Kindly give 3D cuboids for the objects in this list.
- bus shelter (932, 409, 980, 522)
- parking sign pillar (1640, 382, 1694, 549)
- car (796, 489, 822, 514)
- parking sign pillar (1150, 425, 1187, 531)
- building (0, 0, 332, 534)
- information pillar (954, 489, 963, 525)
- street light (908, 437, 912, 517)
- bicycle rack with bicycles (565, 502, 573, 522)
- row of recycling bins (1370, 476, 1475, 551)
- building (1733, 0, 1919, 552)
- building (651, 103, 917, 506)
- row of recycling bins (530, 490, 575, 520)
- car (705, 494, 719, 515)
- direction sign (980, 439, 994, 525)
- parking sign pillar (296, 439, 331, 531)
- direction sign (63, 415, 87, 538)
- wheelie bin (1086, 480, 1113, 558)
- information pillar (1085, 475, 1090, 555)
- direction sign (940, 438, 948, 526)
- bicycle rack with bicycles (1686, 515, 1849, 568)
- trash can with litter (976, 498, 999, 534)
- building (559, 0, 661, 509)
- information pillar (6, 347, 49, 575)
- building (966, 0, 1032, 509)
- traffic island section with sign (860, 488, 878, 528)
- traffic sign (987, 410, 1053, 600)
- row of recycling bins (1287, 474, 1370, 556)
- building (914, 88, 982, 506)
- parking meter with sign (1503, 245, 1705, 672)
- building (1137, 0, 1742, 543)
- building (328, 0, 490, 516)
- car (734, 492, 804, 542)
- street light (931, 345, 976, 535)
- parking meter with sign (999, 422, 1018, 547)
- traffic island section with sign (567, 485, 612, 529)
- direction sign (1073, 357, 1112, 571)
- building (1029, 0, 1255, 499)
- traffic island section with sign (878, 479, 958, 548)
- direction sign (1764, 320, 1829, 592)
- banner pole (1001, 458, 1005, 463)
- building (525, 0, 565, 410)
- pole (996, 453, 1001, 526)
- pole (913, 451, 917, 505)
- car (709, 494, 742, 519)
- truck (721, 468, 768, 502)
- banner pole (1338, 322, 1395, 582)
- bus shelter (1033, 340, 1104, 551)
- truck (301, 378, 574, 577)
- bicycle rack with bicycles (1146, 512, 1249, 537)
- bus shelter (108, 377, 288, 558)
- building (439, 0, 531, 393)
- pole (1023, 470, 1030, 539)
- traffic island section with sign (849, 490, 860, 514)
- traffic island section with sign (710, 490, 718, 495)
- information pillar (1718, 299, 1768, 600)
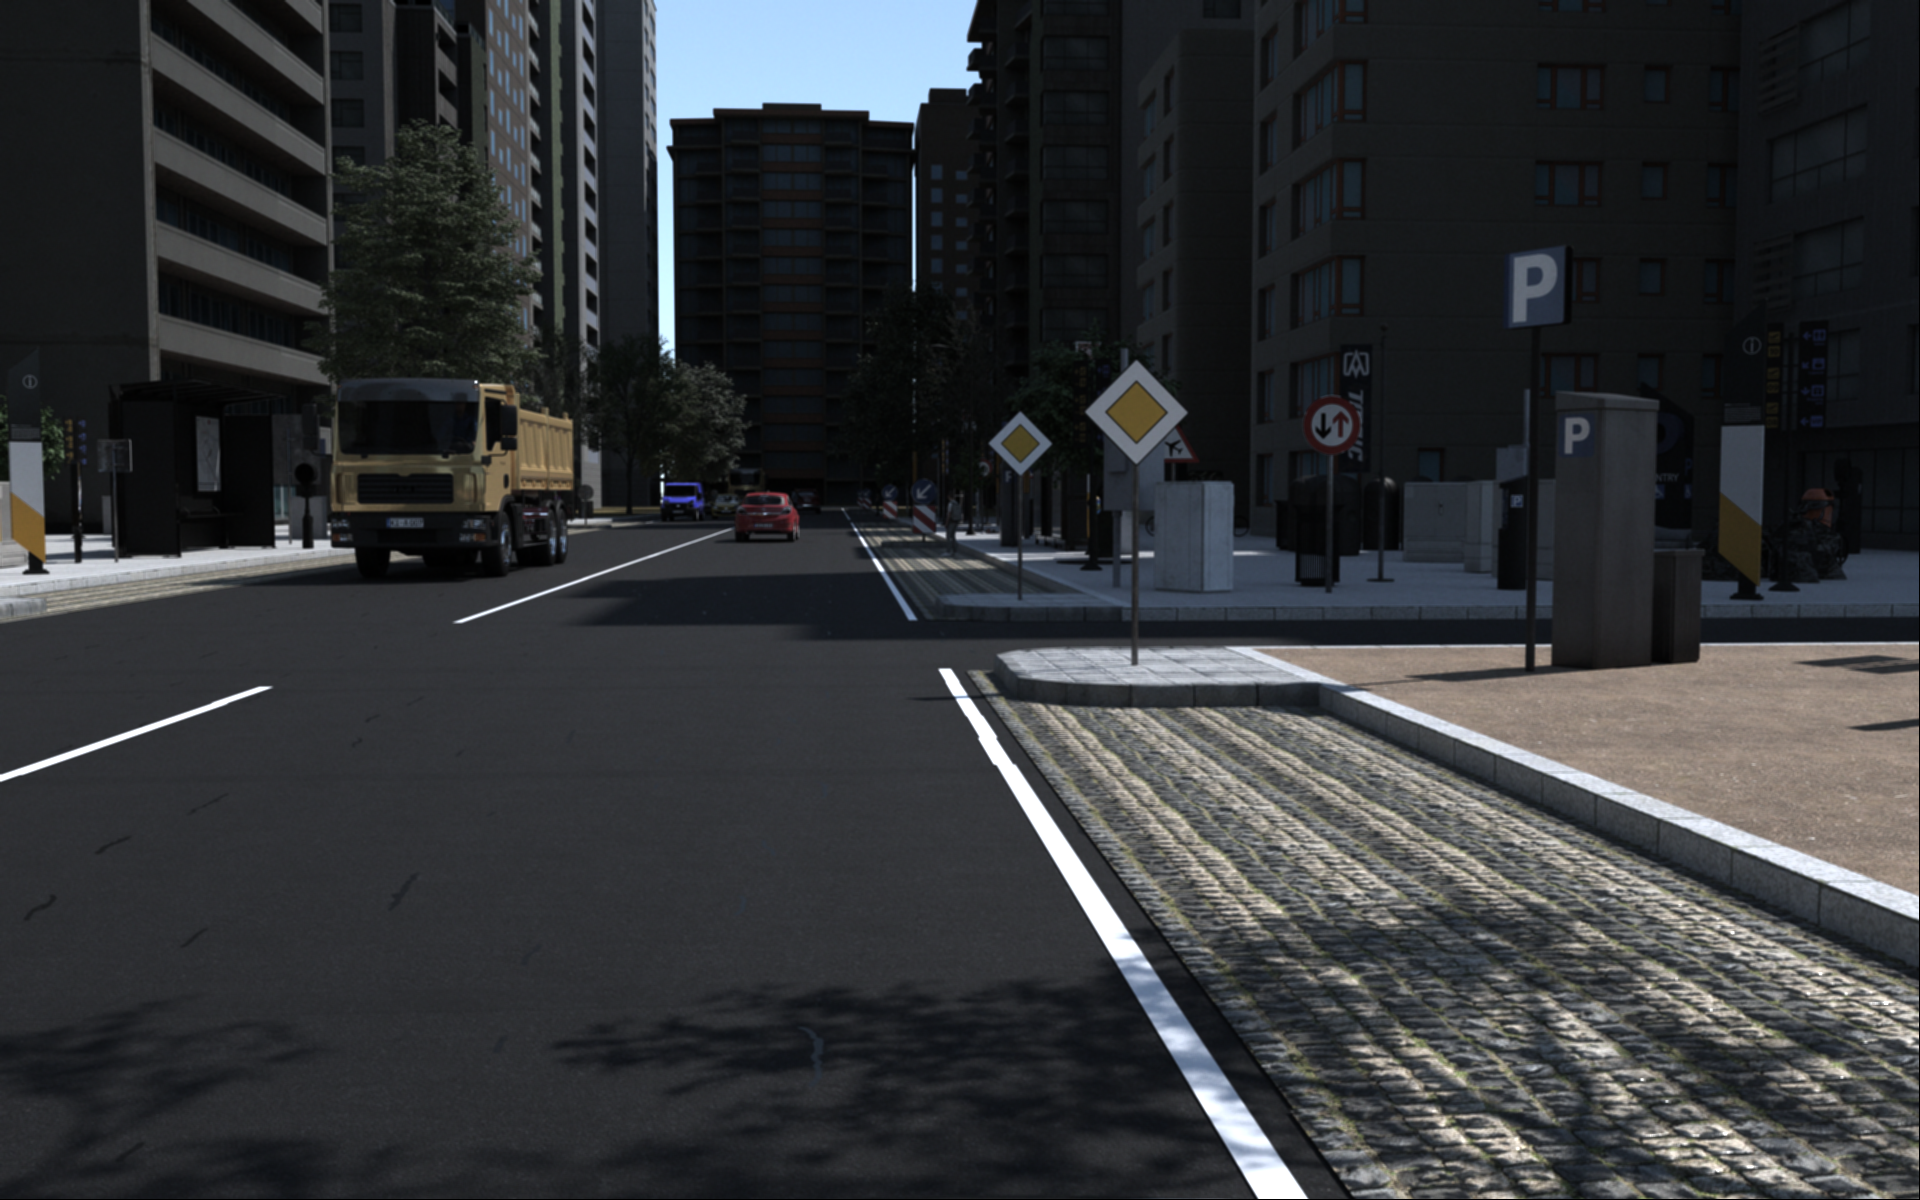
[{"bbox_3d":[-0.090,-6.223,79.374,2.179,5.291,8.768,0,4,-4],"label":"bus shelter"},{"bbox_3d":[16.669,-3.218,41.089,1.447,3.967,1.447,-3,5,-40],"label":"parking sign pillar"},{"bbox_3d":[-11.165,-7.172,125.938,2.281,1.827,5.304,0,4,-6],"label":"car"},{"bbox_3d":[7.366,-4.402,60.448,1.447,3.967,1.447,-2,4,-31],"label":"parking sign pillar"},{"bbox_3d":[-37.274,-26.921,63.858,21.300,48.544,21.600,0,4,-4],"label":"building"},{"bbox_3d":[-0.050,-4.102,71.567,0.304,2.012,0.304,1,4,19],"label":"information pillar"},{"bbox_3d":[-3.256,-7.545,95.908,1.470,5.913,1.316,0,4,-4],"label":"street light"},{"bbox_3d":[-19.173,-4.080,80.088,2.852,0.926,2.925,-1,4,-18],"label":"bicycle rack with bicycles"},{"bbox_3d":[10.082,-1.980,39.482,3.534,1.692,1.069,2,4,30],"label":"row of recycling bins"},{"bbox_3d":[27.347,-21.650,37.568,14.086,41.232,14.154,0,4,-4],"label":"building"},{"bbox_3d":[-19.623,-33.176,197.053,28.867,44.769,22.147,0,4,-4],"label":"building"},{"bbox_3d":[-21.024,-4.845,86.335,3.534,1.692,1.069,-1,4,-18],"label":"row of recycling bins"},{"bbox_3d":[-16.683,-6.752,120.186,2.009,1.686,4.222,0,4,-2],"label":"car"},{"bbox_3d":[1.111,-4.831,70.987,0.379,3.537,0.876,3,5,41],"label":"direction sign"},{"bbox_3d":[-22.779,-4.422,60.766,1.447,3.967,1.447,3,4,39],"label":"parking sign pillar"},{"bbox_3d":[-25.694,-3.570,50.372,0.379,3.537,0.876,1,4,12],"label":"direction sign"},{"bbox_3d":[2.929,-1.657,34.995,0.693,1.594,0.980,1,4,9],"label":"wheelie bin"},{"bbox_3d":[2.737,-2.761,36.504,0.183,3.616,0.504,0,4,7],"label":"information pillar"},{"bbox_3d":[-0.615,-4.771,69.996,0.379,3.537,0.876,1,4,17],"label":"direction sign"},{"bbox_3d":[14.429,-1.055,30.639,2.925,0.926,2.852,-1,4,-13],"label":"bicycle rack with bicycles"},{"bbox_3d":[1.336,-2.789,56.650,1.678,1.210,2.233,-2,4,-31],"label":"trash can with litter"},{"bbox_3d":[-48.236,-39.857,193.655,28.212,58.520,21.231,0,4,-4],"label":"building"},{"bbox_3d":[-14.866,-2.216,27.588,0.504,3.616,0.183,-3,5,-45],"label":"information pillar"},{"bbox_3d":[12.026,-30.282,149.731,22.147,44.769,28.867,0,4,-4],"label":"building"},{"bbox_3d":[-3.101,-3.965,73.458,1.989,1.847,2.006,0,4,-4],"label":"traffic island section with sign"},{"bbox_3d":[0.723,-1.055,20.888,0.795,2.450,0.064,0,4,-4],"label":"traffic sign"},{"bbox_3d":[7.795,-1.854,37.419,1.069,1.692,3.534,0,4,-2],"label":"row of recycling bins"},{"bbox_3d":[2.344,-33.330,195.055,14.200,45.320,14.600,0,4,-4],"label":"building"},{"bbox_3d":[4.824,-1.015,12.862,1.738,3.016,0.543,-2,4,-31],"label":"parking meter with sign"},{"bbox_3d":[22.374,-13.158,60.172,27.650,21.520,28.899,0,4,-4],"label":"building"},{"bbox_3d":[-35.769,-20.115,100.588,14.160,30.474,14.107,0,4,-4],"label":"building"},{"bbox_3d":[-5.904,-2.703,53.228,2.155,1.783,4.494,0,4,-3],"label":"car"},{"bbox_3d":[-0.202,-4.986,54.056,1.470,5.913,1.316,0,4,-4],"label":"street light"},{"bbox_3d":[1.218,-2.830,42.526,0.543,3.016,1.738,0,4,-4],"label":"parking meter with sign"},{"bbox_3d":[-15.451,-3.845,71.486,1.989,1.847,2.006,0,4,-4],"label":"traffic island section with sign"},{"bbox_3d":[2.214,-2.270,29.119,0.379,3.537,0.876,-3,5,-41],"label":"direction sign"},{"bbox_3d":[11.040,-20.559,107.840,14.160,30.474,14.107,0,4,-4],"label":"building"},{"bbox_3d":[-1.109,-2.303,46.274,1.989,1.847,2.006,0,4,-4],"label":"traffic island section with sign"},{"bbox_3d":[10.929,-1.887,22.857,0.876,3.537,0.379,2,4,35],"label":"direction sign"},{"bbox_3d":[1.873,-5.070,72.905,0.401,3.779,0.863,-1,4,-22],"label":"banner pole"},{"bbox_3d":[-37.646,-27.235,128.893,14.154,41.232,14.086,0,4,-4],"label":"building"},{"bbox_3d":[1.580,-4.679,70.342,0.158,3.312,0.155,0,3,0],"label":"pole"},{"bbox_3d":[-2.162,-5.448,82.919,0.158,3.312,0.155,0,3,0],"label":"pole"},{"bbox_3d":[-13.333,-5.453,99.382,2.015,1.641,3.980,0,4,-5],"label":"car"},{"bbox_3d":[-16.291,-8.344,132.346,3.469,3.379,9.791,0,4,-5],"label":"truck"},{"bbox_3d":[5.963,-2.165,25.414,0.863,3.779,0.401,1,4,12],"label":"banner pole"},{"bbox_3d":[2.838,-3.996,42.971,2.179,5.291,8.768,0,4,-4],"label":"bus shelter"},{"bbox_3d":[-9.214,-2.208,32.021,3.469,3.379,9.791,0,4,-3],"label":"truck"},{"bbox_3d":[7.413,-2.415,52.874,2.925,0.926,2.852,2,4,24],"label":"bicycle rack with bicycles"},{"bbox_3d":[-16.468,-2.847,37.824,1.731,3.624,6.357,0,4,-4],"label":"bus shelter"},{"bbox_3d":[-36.875,-28.413,114.671,14.600,45.320,14.200,0,4,-4],"label":"building"},{"bbox_3d":[1.910,-3.415,49.672,0.158,3.312,0.155,0,3,0],"label":"pole"},{"bbox_3d":[-6.738,-7.005,123.156,1.989,1.847,2.006,0,4,-4],"label":"traffic island section with sign"},{"bbox_3d":[-21.183,-8.630,149.726,1.989,1.847,2.006,0,4,-4],"label":"traffic island section with sign"},{"bbox_3d":[9.504,-1.814,21.006,0.504,3.616,0.183,3,4,38],"label":"information pillar"}]
